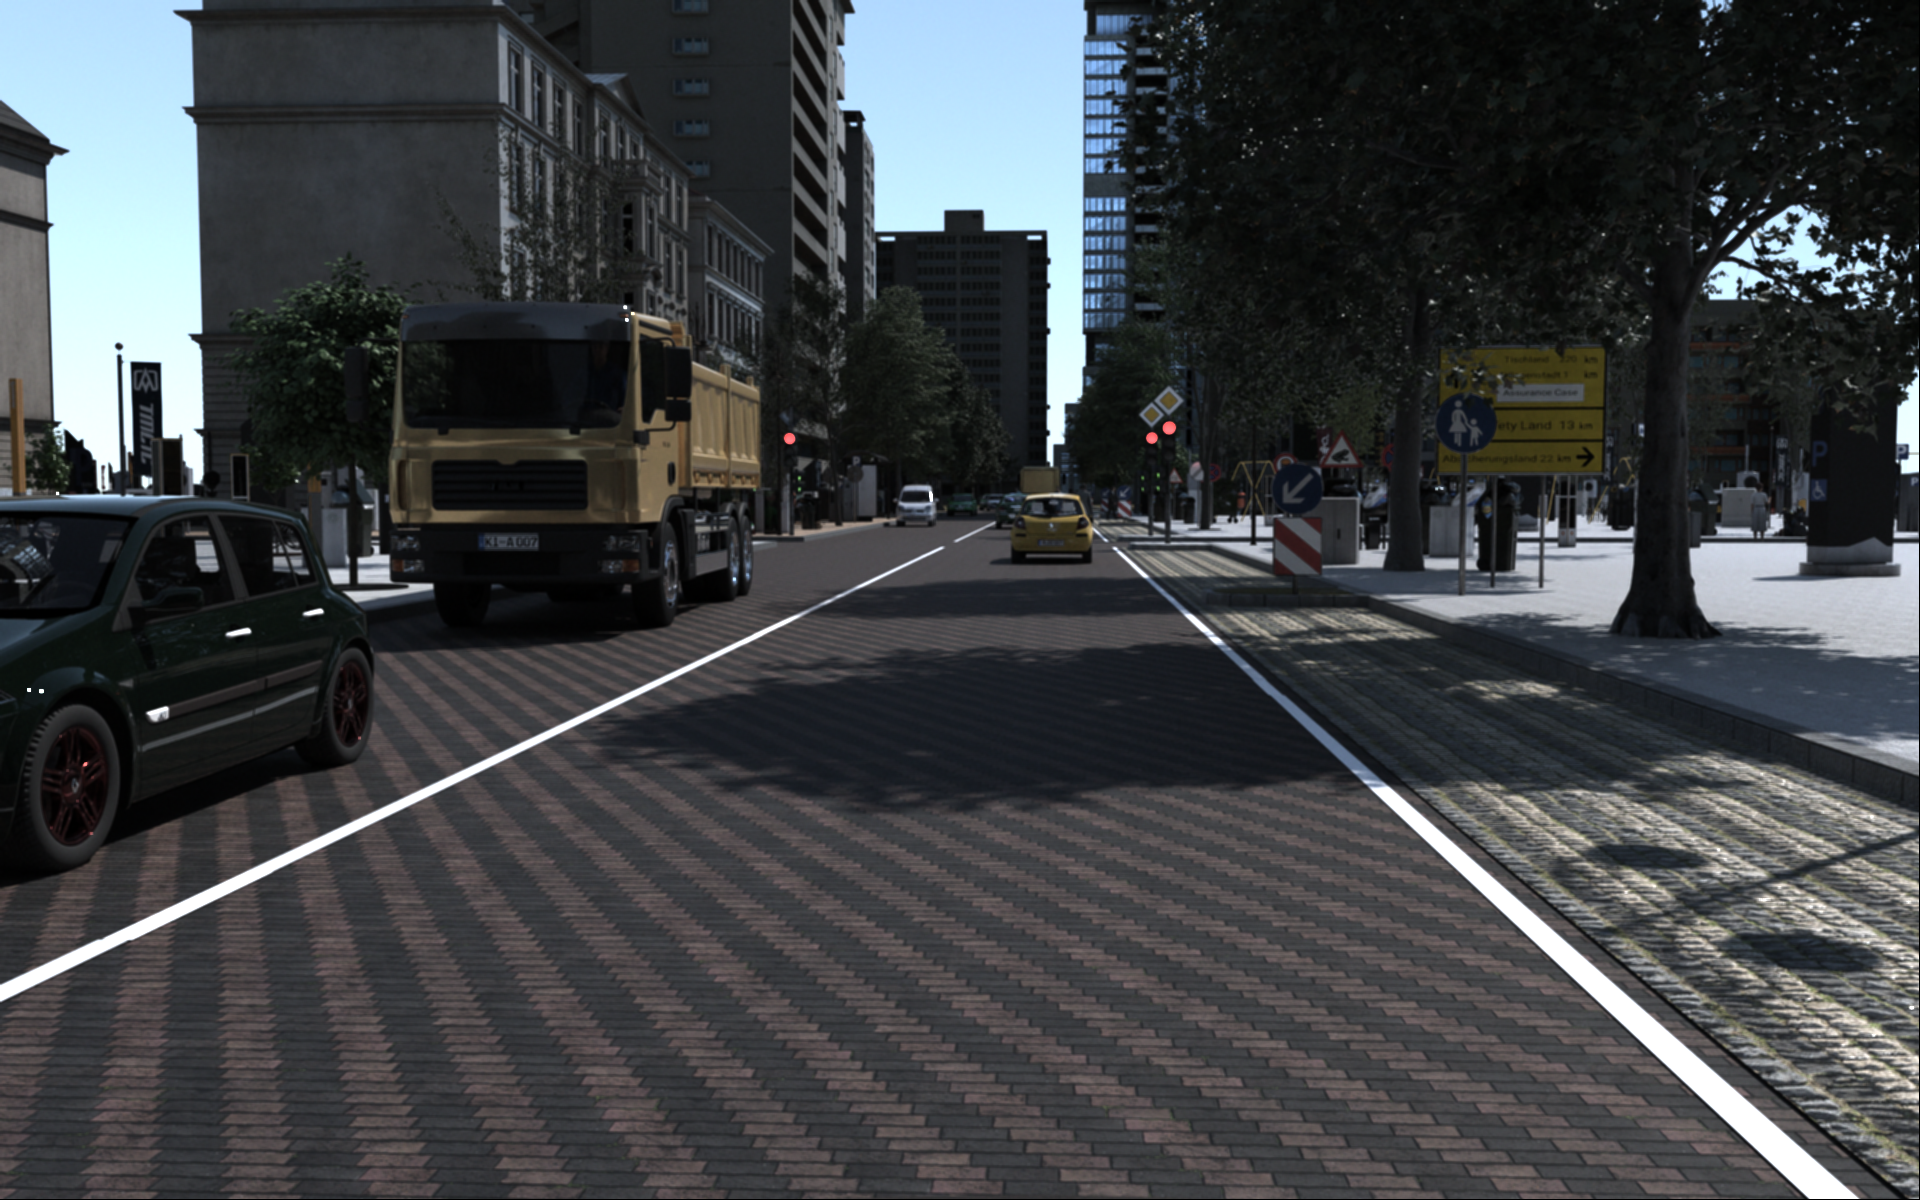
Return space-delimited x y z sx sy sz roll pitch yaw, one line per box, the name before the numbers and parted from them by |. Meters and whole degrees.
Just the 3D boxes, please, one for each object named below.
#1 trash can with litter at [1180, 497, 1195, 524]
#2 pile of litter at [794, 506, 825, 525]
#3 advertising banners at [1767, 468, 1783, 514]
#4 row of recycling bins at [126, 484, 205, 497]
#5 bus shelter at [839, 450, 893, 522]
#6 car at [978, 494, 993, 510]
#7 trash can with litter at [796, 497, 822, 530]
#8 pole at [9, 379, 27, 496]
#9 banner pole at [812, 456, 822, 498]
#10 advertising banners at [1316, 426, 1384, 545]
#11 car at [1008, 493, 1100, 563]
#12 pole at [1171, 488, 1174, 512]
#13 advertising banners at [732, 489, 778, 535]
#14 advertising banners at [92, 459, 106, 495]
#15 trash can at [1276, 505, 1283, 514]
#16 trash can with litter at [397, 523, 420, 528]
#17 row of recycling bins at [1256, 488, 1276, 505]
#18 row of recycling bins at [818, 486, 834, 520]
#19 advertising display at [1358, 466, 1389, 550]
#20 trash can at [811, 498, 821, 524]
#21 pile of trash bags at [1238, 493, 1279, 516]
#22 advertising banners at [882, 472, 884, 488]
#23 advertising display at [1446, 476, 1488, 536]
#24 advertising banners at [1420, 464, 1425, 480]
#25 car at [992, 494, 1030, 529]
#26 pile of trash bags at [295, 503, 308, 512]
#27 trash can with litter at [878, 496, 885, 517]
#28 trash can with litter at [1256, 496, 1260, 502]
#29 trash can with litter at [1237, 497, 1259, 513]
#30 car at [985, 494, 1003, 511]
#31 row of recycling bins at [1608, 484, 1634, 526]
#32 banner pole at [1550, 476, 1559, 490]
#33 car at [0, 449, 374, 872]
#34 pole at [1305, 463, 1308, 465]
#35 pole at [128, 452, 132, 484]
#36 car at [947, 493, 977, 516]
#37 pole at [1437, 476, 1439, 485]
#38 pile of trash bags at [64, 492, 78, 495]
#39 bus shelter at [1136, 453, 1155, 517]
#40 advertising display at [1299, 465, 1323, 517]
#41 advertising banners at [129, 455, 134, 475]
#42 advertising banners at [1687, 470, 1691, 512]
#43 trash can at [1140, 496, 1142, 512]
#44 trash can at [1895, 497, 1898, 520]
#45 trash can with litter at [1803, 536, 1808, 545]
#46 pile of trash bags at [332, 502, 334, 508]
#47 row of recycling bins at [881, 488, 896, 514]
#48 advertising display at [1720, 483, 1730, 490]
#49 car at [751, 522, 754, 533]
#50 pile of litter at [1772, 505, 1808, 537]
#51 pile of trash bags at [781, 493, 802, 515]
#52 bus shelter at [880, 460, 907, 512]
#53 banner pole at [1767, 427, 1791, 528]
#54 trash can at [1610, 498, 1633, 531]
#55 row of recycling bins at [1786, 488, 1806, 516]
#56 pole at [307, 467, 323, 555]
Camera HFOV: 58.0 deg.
trash can with litter | 9.829 -3.869 74.644 0.624 1.170 1.055 1 4 9
pile of litter | -6.461 -3.633 73.366 1.719 0.858 1.176 -2 4 -28
advertising banners | 54.989 -7.473 118.377 2.074 3.025 0.090 0 4 -1
row of recycling bins | -31.560 -3.779 68.903 1.069 1.692 3.534 2 4 32
bus shelter | -4.461 -5.432 82.741 2.014 3.302 5.546 0 4 3
car | 2.706 -8.698 154.009 2.131 1.459 4.920 0 4 4
trash can with litter | -5.449 -3.144 62.798 0.624 1.170 1.055 2 4 24
pole | -16.678 -2.254 30.690 0.158 3.312 0.155 0 3 0
banner pole | -9.490 -7.609 114.416 0.863 3.779 0.401 -2 4 -33
advertising banners | 9.995 -2.956 44.521 0.090 3.025 2.074 -3 5 -44
car | 2.009 -1.655 37.286 2.015 1.641 3.980 0 4 4
pole | 15.053 -7.882 122.714 0.158 3.312 0.155 0 3 0
advertising banners | -6.705 -3.590 54.885 2.074 3.025 0.090 0 4 5
advertising banners | -43.415 -5.626 88.178 0.090 3.025 2.074 3 4 37
trash can | 20.834 -6.160 112.373 0.748 1.137 0.748 0 3 0
trash can with litter | -20.685 -3.283 65.064 1.055 1.170 0.624 -1 4 -11
row of recycling bins | 22.143 -6.942 120.615 3.534 1.692 1.069 0 4 7
row of recycling bins | -6.268 -4.904 87.289 1.069 1.692 3.534 1 4 17
advertising display | 9.531 -2.126 39.975 0.974 1.923 0.123 -3 4 -38
trash can | -6.029 -3.634 71.063 0.748 1.137 0.748 0 3 0
pile of trash bags | 17.571 -5.746 103.693 1.912 1.369 3.447 3 5 39
advertising banners | -5.056 -7.330 116.030 0.090 3.025 2.074 -1 4 -9
advertising display | 11.786 -2.145 40.279 0.974 1.923 0.123 -1 4 -11
advertising banners | 27.729 -6.450 101.649 2.074 3.025 0.090 3 5 40
car | 2.399 -3.707 72.400 2.131 1.459 4.920 0 4 1
pile of trash bags | -43.406 -6.304 112.815 1.912 1.369 3.447 1 4 16
trash can with litter | -4.452 -5.235 96.972 0.624 1.170 1.055 -2 4 -23
trash can with litter | 18.407 -5.997 109.432 1.055 1.170 0.624 1 4 16
trash can with litter | 19.678 -6.464 116.737 1.678 1.210 2.233 -3 5 -43
car | 3.124 -8.156 145.349 2.014 1.417 4.499 0 4 2
row of recycling bins | 27.209 -3.814 69.476 1.069 1.692 3.534 -1 4 -10
banner pole | 41.463 -7.934 119.743 0.863 3.779 0.401 -1 4 -18
car | -4.140 0.119 7.848 2.009 1.686 4.222 0 4 3
pole | 22.840 -7.369 114.321 0.158 3.312 0.155 0 3 0
pole | -39.877 -5.470 83.276 0.158 3.312 0.155 0 3 0
car | 0.149 -6.389 113.262 1.959 1.807 4.718 0 4 4
pole | 33.920 -7.896 122.943 0.158 3.312 0.155 0 3 0
pile of trash bags | -35.444 -3.539 67.609 3.447 1.369 1.912 2 4 33
bus shelter | 11.278 -6.710 100.989 1.731 3.624 6.357 0 4 3
advertising display | 7.899 -2.049 38.713 0.123 1.923 0.974 -2 4 -29
advertising banners | -36.763 -5.045 78.674 0.090 3.025 2.074 2 4 29
advertising banners | 51.741 -7.735 122.647 0.090 3.025 2.074 1 4 8
trash can | 12.757 -6.817 123.109 0.748 1.137 0.748 0 3 0
trash can | 47.888 -4.753 89.369 0.748 1.137 0.748 0 3 0
trash can with litter | 21.437 -1.938 43.070 0.624 1.170 1.055 -1 4 -17
pile of trash bags | -41.792 -6.604 117.731 3.447 1.369 1.912 1 4 9
row of recycling bins | -4.422 -6.455 112.659 3.534 1.692 1.069 -1 4 -16
advertising display | 43.306 -5.681 98.098 0.123 1.923 0.974 0 4 -2
car | -8.307 -2.514 49.902 4.718 1.807 1.959 0 4 3
pile of litter | 25.089 -2.330 52.064 1.176 0.858 1.719 -1 4 -13
pile of trash bags | -9.346 -5.248 95.557 1.912 1.369 3.447 0 4 -3
bus shelter | -4.539 -8.049 122.884 1.731 3.624 6.357 0 4 3
banner pole | 30.509 -4.567 64.694 0.863 3.779 0.401 0 4 5
trash can | 23.349 -3.028 61.155 0.748 1.137 0.748 0 3 0
row of recycling bins | 50.777 -5.833 102.485 3.534 1.692 1.069 3 5 41
pole | -10.314 -2.068 27.651 0.158 3.312 0.155 0 3 0
